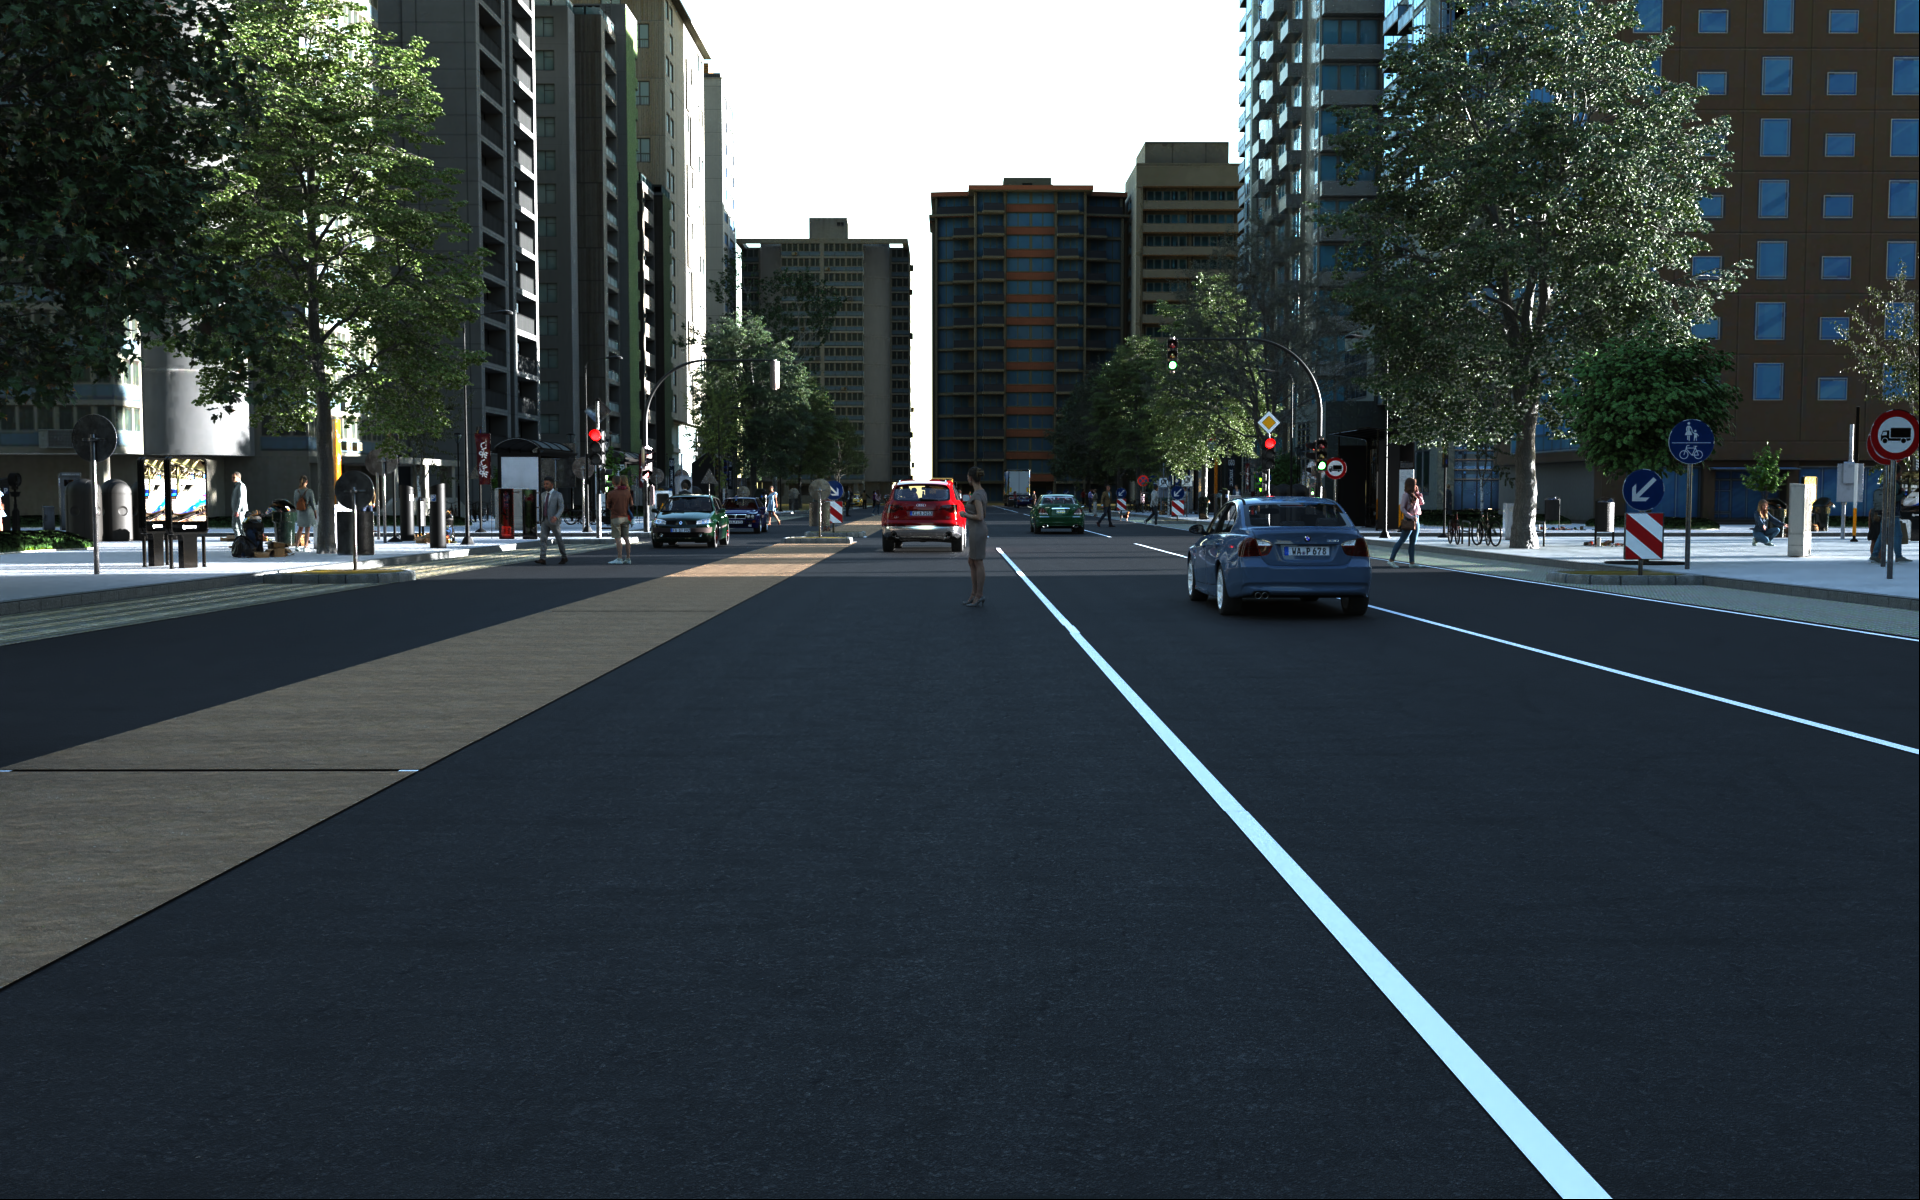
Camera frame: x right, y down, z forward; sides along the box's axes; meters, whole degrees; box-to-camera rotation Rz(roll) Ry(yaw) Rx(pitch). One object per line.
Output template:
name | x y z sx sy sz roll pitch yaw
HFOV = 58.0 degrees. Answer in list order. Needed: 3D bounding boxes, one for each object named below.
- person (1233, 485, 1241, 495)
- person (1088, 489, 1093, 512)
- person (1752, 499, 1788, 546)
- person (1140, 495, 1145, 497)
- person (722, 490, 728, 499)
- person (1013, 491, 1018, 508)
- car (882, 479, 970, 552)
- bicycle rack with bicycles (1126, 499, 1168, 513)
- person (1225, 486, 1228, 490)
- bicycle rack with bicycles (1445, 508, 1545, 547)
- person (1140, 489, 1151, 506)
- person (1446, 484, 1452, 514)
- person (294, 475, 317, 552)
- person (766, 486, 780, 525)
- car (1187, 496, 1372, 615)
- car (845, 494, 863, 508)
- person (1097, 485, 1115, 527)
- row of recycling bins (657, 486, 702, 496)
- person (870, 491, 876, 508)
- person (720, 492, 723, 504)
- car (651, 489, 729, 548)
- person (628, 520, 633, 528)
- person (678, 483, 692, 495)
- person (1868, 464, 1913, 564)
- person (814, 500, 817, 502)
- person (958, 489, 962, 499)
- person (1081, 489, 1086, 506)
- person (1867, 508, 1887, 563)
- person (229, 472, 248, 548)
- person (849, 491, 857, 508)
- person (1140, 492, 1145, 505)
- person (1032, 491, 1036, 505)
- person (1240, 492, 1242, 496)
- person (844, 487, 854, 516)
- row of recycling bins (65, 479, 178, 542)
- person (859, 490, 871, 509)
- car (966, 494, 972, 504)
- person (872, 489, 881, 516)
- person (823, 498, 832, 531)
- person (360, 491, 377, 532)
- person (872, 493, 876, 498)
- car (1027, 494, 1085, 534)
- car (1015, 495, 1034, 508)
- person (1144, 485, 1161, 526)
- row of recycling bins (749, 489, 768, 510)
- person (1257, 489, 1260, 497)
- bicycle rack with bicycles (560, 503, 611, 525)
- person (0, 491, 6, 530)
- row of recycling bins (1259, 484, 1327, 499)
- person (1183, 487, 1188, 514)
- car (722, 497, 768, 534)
person | 15.817 -5.691 99.114 0.581 1.822 0.654 1 4 8
person | 10.299 -7.745 134.995 0.599 1.838 0.709 -1 4 -12
person | 20.042 -1.916 42.869 1.012 1.151 0.738 -1 4 -18
person | 21.764 -12.373 209.060 1.217 1.735 0.721 -1 4 -18
person | -23.962 -10.377 176.505 0.742 1.727 0.445 1 4 23
person | 5.909 -10.625 182.938 0.721 1.743 1.217 -2 4 -28
car | -0.883 -2.200 44.640 2.281 1.827 5.304 0 4 1
bicycle rack with bicycles | 12.600 -6.615 121.538 2.852 0.926 2.925 -2 4 -29
person | 17.549 -6.629 114.693 0.850 1.792 0.678 1 4 14
bicycle rack with bicycles | 13.448 -1.831 43.322 2.852 0.926 2.925 1 4 12
person | 20.025 -11.021 186.231 1.348 1.824 0.705 0 4 -1
person | 24.109 -4.839 85.588 0.534 1.772 0.576 -3 5 -40
person | -14.652 -1.936 38.700 0.512 1.701 0.522 0 4 -3
person | -8.638 -4.340 79.552 0.616 1.811 0.778 3 5 44
car | 3.945 -0.598 21.776 2.014 1.417 4.499 0 4 0
car | -11.297 -10.642 184.217 2.015 1.641 3.980 0 4 1
person | 6.379 -4.116 75.713 0.836 1.842 0.656 1 4 13
row of recycling bins | -14.683 -5.110 90.657 1.069 1.692 3.534 -3 5 -44
person | -8.827 -10.402 179.256 1.217 1.739 0.721 -3 5 -42
person | -21.005 -8.847 151.251 0.990 1.755 0.434 1 4 18
car | -7.385 -2.312 47.593 2.009 1.686 4.222 0 4 -1
person | -12.659 -3.373 65.437 0.590 1.304 0.306 -1 4 -9
person | -10.387 -3.479 65.154 0.659 1.850 0.755 -1 4 -19
person | 16.915 -1.555 31.449 0.713 1.824 0.794 2 4 26
person | -17.050 -12.125 205.000 1.217 1.736 0.721 -2 4 -31
person | 0.023 -7.268 127.723 0.834 1.777 0.661 3 4 37
person | 13.550 -11.237 189.704 0.705 1.831 1.348 3 4 37
person | 17.082 -1.315 32.216 0.373 1.253 0.362 -2 4 -30
person | -17.083 -2.134 41.037 0.391 1.810 0.635 -3 4 -36
person | -11.049 -10.202 176.018 1.217 1.736 0.721 -1 4 -21
person | 21.109 -11.835 200.219 0.621 1.740 0.551 1 4 19
person | 8.506 -11.567 198.175 0.434 1.755 0.990 -1 4 -19
person | 19.304 -7.008 120.593 0.622 1.834 0.822 -3 5 -42
person | -7.154 -6.345 111.600 0.474 1.900 0.648 2 4 34
row of recycling bins | -22.777 -2.476 47.598 1.069 1.692 3.534 2 4 30
person | -9.302 -9.815 169.066 1.348 1.812 0.705 2 4 26
car | 1.505 -10.970 188.157 1.959 1.807 4.718 0 4 0
person | -5.553 -6.501 115.381 0.643 1.750 0.593 1 4 12
person | -5.120 -3.439 65.093 0.532 1.782 0.716 -2 4 -29
person | -20.001 -3.197 58.223 0.836 1.842 0.656 2 4 25
person | -10.062 -11.897 202.876 0.599 1.838 0.709 3 5 42
car | 3.567 -3.185 63.878 2.131 1.459 4.920 0 4 0
car | 6.594 -10.009 176.231 1.945 1.354 3.894 0 4 0
person | 8.584 -4.210 77.174 0.795 1.843 0.661 0 4 5
row of recycling bins | -15.230 -7.552 130.581 1.069 1.692 3.534 -1 4 -18
person | 15.924 -5.214 91.263 0.622 1.834 0.822 1 4 13
bicycle rack with bicycles | -15.684 -3.628 72.697 2.925 0.926 2.852 1 4 21
person | -27.788 -2.673 49.838 0.778 1.811 0.616 -3 5 -43
row of recycling bins | 13.266 -3.798 69.218 1.069 1.692 3.534 -2 4 -32
person | 14.084 -6.268 109.096 0.524 1.755 0.480 -2 4 -24
car | -8.110 -3.152 64.114 1.945 1.354 3.894 0 4 -1
